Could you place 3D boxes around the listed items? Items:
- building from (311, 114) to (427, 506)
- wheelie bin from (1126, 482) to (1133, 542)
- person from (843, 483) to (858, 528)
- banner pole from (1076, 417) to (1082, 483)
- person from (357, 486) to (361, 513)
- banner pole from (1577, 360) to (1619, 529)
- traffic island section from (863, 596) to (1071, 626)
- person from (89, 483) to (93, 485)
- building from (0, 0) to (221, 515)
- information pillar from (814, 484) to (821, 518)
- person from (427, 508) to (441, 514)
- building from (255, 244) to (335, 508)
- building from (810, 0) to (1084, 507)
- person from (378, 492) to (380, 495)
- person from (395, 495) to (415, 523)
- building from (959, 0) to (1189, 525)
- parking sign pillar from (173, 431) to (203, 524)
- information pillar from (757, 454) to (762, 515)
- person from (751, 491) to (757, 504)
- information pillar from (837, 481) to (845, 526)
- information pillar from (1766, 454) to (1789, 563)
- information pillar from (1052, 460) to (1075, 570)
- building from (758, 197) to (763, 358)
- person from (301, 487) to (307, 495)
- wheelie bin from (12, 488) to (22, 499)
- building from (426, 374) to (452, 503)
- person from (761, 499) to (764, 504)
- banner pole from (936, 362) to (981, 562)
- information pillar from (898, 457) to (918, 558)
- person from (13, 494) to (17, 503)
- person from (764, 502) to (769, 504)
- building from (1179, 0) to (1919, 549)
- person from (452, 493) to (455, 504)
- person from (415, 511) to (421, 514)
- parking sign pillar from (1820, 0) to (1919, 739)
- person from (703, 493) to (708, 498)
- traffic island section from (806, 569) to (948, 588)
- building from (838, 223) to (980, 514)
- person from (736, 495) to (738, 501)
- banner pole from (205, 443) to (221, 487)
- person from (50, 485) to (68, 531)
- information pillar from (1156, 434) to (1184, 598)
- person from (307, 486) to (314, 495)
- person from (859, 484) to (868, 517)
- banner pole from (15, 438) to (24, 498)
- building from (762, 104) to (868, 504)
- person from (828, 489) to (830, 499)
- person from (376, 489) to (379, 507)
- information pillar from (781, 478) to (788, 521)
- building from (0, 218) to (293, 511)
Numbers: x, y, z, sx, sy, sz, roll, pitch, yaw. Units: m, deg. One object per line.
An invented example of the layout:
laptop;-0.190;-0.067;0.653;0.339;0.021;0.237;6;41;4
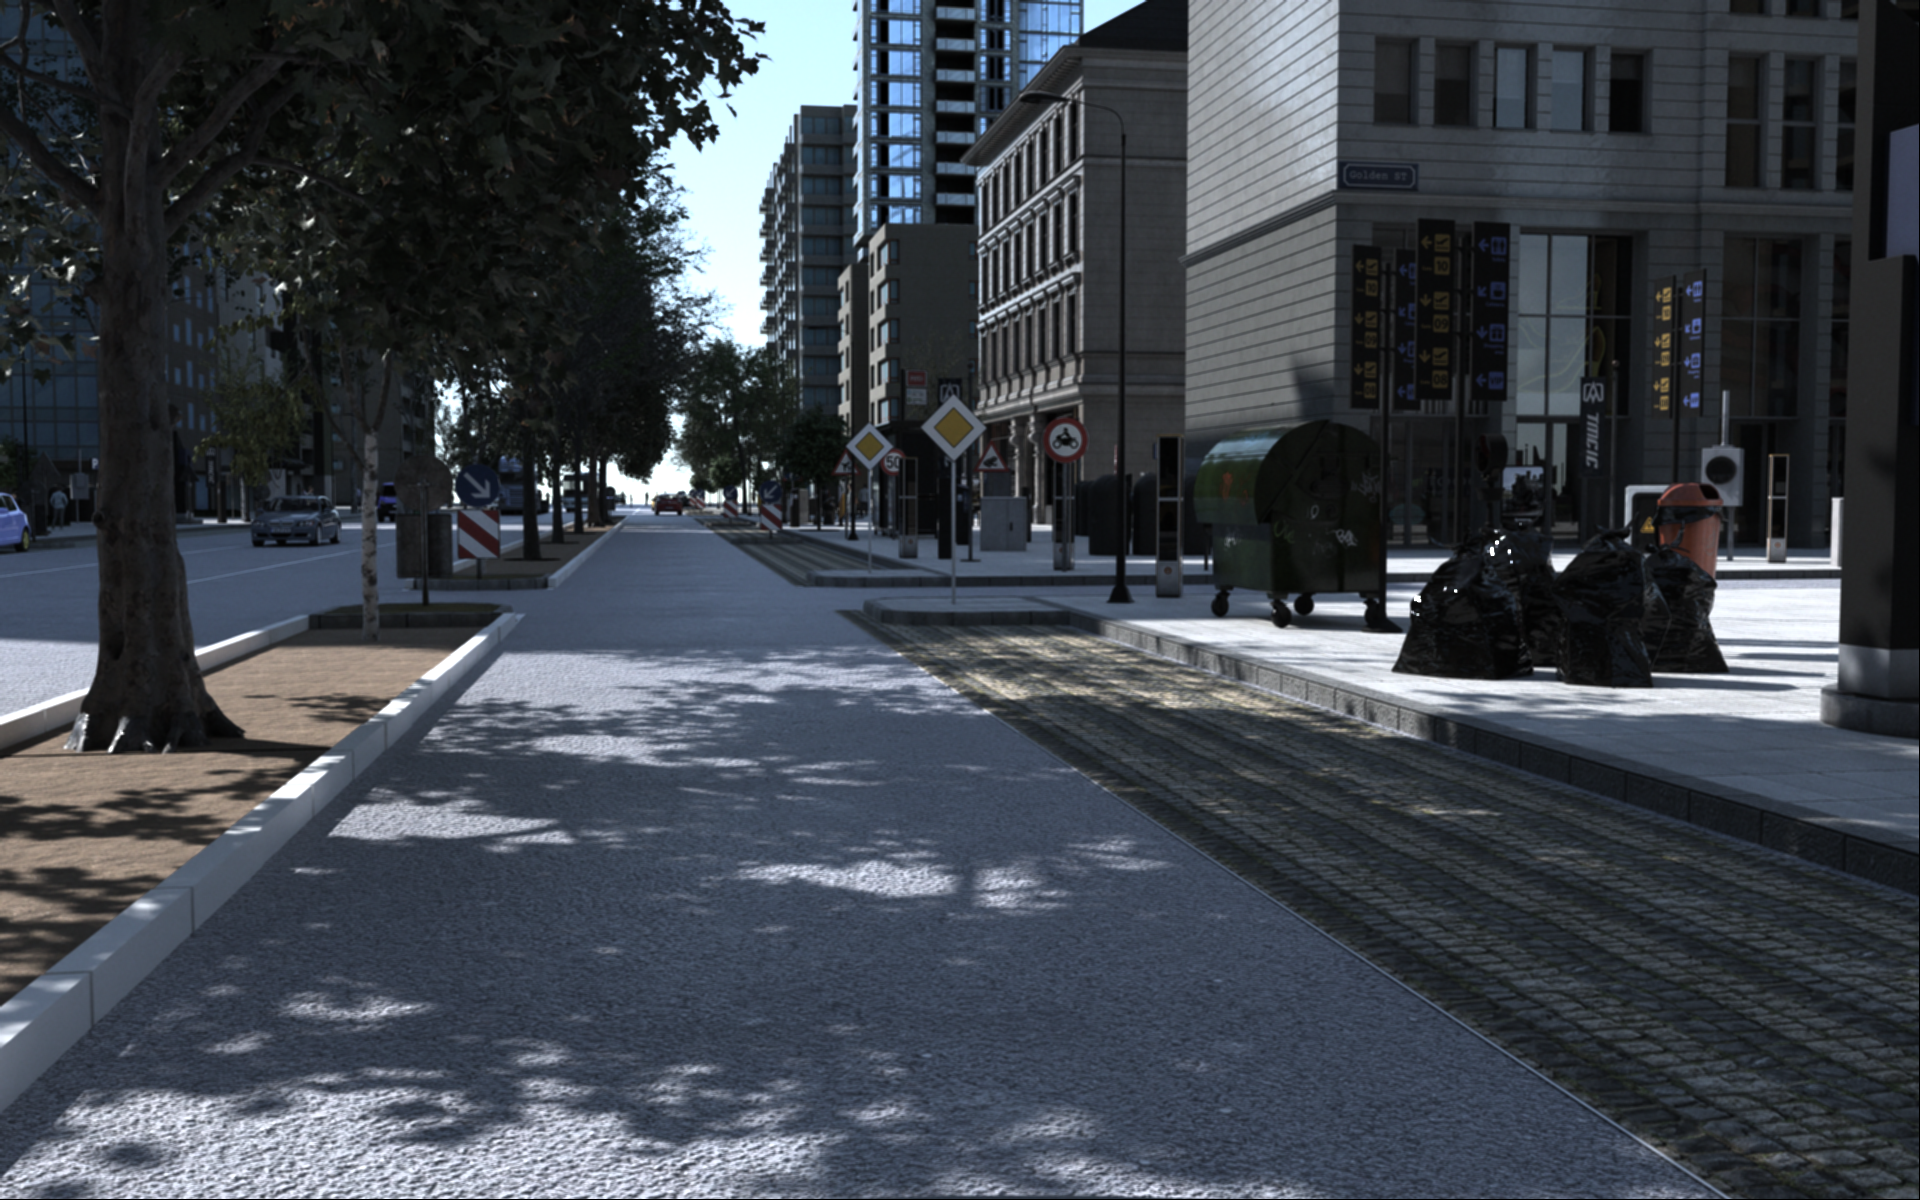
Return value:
building;-73.009;-34.996;195.893;21.300;48.544;21.600;-1;4;-10
wheelie bin;4.288;-2.364;46.557;0.980;1.594;0.693;-1;4;-20
person;-4.119;-3.577;65.534;0.522;1.701;0.512;1;4;17
banner pole;3.863;-4.054;56.293;0.401;3.779;0.863;-1;4;-8
person;-41.389;-6.897;118.678;0.599;1.838;0.709;1;4;8
banner pole;12.035;-2.600;32.532;0.863;3.779;0.401;0;4;7
traffic island section;-0.030;0.130;20.148;2.009;0.180;2.903;-1;4;-10
person;-41.078;-4.620;81.826;0.529;1.795;0.600;-1;4;-14
building;-52.984;-27.627;101.808;14.600;45.320;14.200;-1;4;-10
information pillar;-6.884;-4.845;83.712;0.304;2.012;0.304;-1;4;-17
person;-11.967;-1.864;39.076;0.616;1.811;0.778;-2;4;-33
building;-60.637;-22.731;143.345;14.160;30.474;14.107;-1;4;-10
building;-1.055;-51.494;154.600;22.319;86.520;31.000;-1;4;-10
person;-54.409;-9.602;163.177;1.348;1.807;0.705;-1;4;-17
person;-10.603;-1.500;33.127;0.391;1.810;0.635;-2;4;-24
building;5.467;-14.284;84.458;10.553;20.767;40.483;-1;4;-10
parking sign pillar;-33.351;-5.256;74.402;1.447;3.967;1.447;-1;4;-10
information pillar;-11.841;-6.782;102.234;0.183;3.616;0.504;1;4;14
person;-26.821;-13.443;225.837;0.705;1.824;1.348;-3;4;-38
information pillar;-4.700;-4.731;68.703;0.183;3.616;0.504;-2;4;-25
information pillar;15.205;-1.695;32.206;0.304;2.012;0.304;1;4;18
information pillar;1.761;-1.515;29.261;0.304;2.012;0.304;1;4;17
building;-17.068;-38.373;246.999;23.786;49.044;30.456;-1;4;-10
person;-42.153;-6.371;111.151;0.436;1.711;0.756;-1;4;-23
wheelie bin;-46.980;-4.813;86.605;0.980;1.594;0.693;-2;4;-29
building;-81.225;-48.864;237.179;20.563;71.187;20.611;-1;4;-10
person;-18.375;-9.419;160.764;0.721;1.735;1.217;2;4;34
banner pole;-0.031;-2.623;32.904;0.863;3.779;0.401;0;4;-3
information pillar;-1.039;-1.846;34.682;0.304;2.012;0.304;-1;4;-21
person;-46.180;-4.543;84.577;0.306;1.304;0.590;-2;4;-34
person;-16.097;-8.419;144.135;0.683;1.767;0.568;-2;4;-25
building;21.840;-16.389;45.457;29.804;29.767;11.434;-1;4;-10
person;-65.176;-13.059;222.812;0.557;1.426;1.065;0;4;-2
person;-11.742;-1.733;37.080;0.600;1.795;0.529;-1;4;-13
parking sign pillar;5.541;-1.281;9.416;1.447;3.967;1.447;-1;4;-10
person;-34.246;-13.754;231.638;1.217;1.735;0.721;-1;4;-12
traffic island section;-1.413;-0.351;28.013;2.009;0.180;2.903;-1;4;-10
building;6.357;-17.258;127.214;27.650;21.520;28.899;-1;4;-10
person;-28.573;-13.188;221.809;0.705;1.807;1.348;0;4;-5
banner pole;-33.615;-5.389;78.134;0.863;3.779;0.401;-3;5;-40
person;-31.492;-3.224;60.560;0.589;1.601;0.330;0;4;-6
information pillar;2.606;-1.040;21.498;0.304;2.012;0.304;1;4;14
person;-31.395;-4.607;84.029;0.583;1.804;0.606;0;4;4
person;-5.232;-5.440;94.836;0.661;1.843;0.795;1;4;9
banner pole;-42.033;-5.348;77.459;0.863;3.779;0.401;3;5;42
building;-11.364;-36.528;216.842;23.786;49.044;30.456;-1;4;-10
person;-9.815;-7.393;128.386;0.415;1.643;0.593;0;4;7
person;-56.812;-9.957;168.794;1.348;1.831;0.705;-1;4;-12
information pillar;-8.263;-4.705;81.418;0.304;2.012;0.304;0;4;-3
building;-63.957;-32.524;121.005;28.713;52.752;27.495;-1;4;-10
